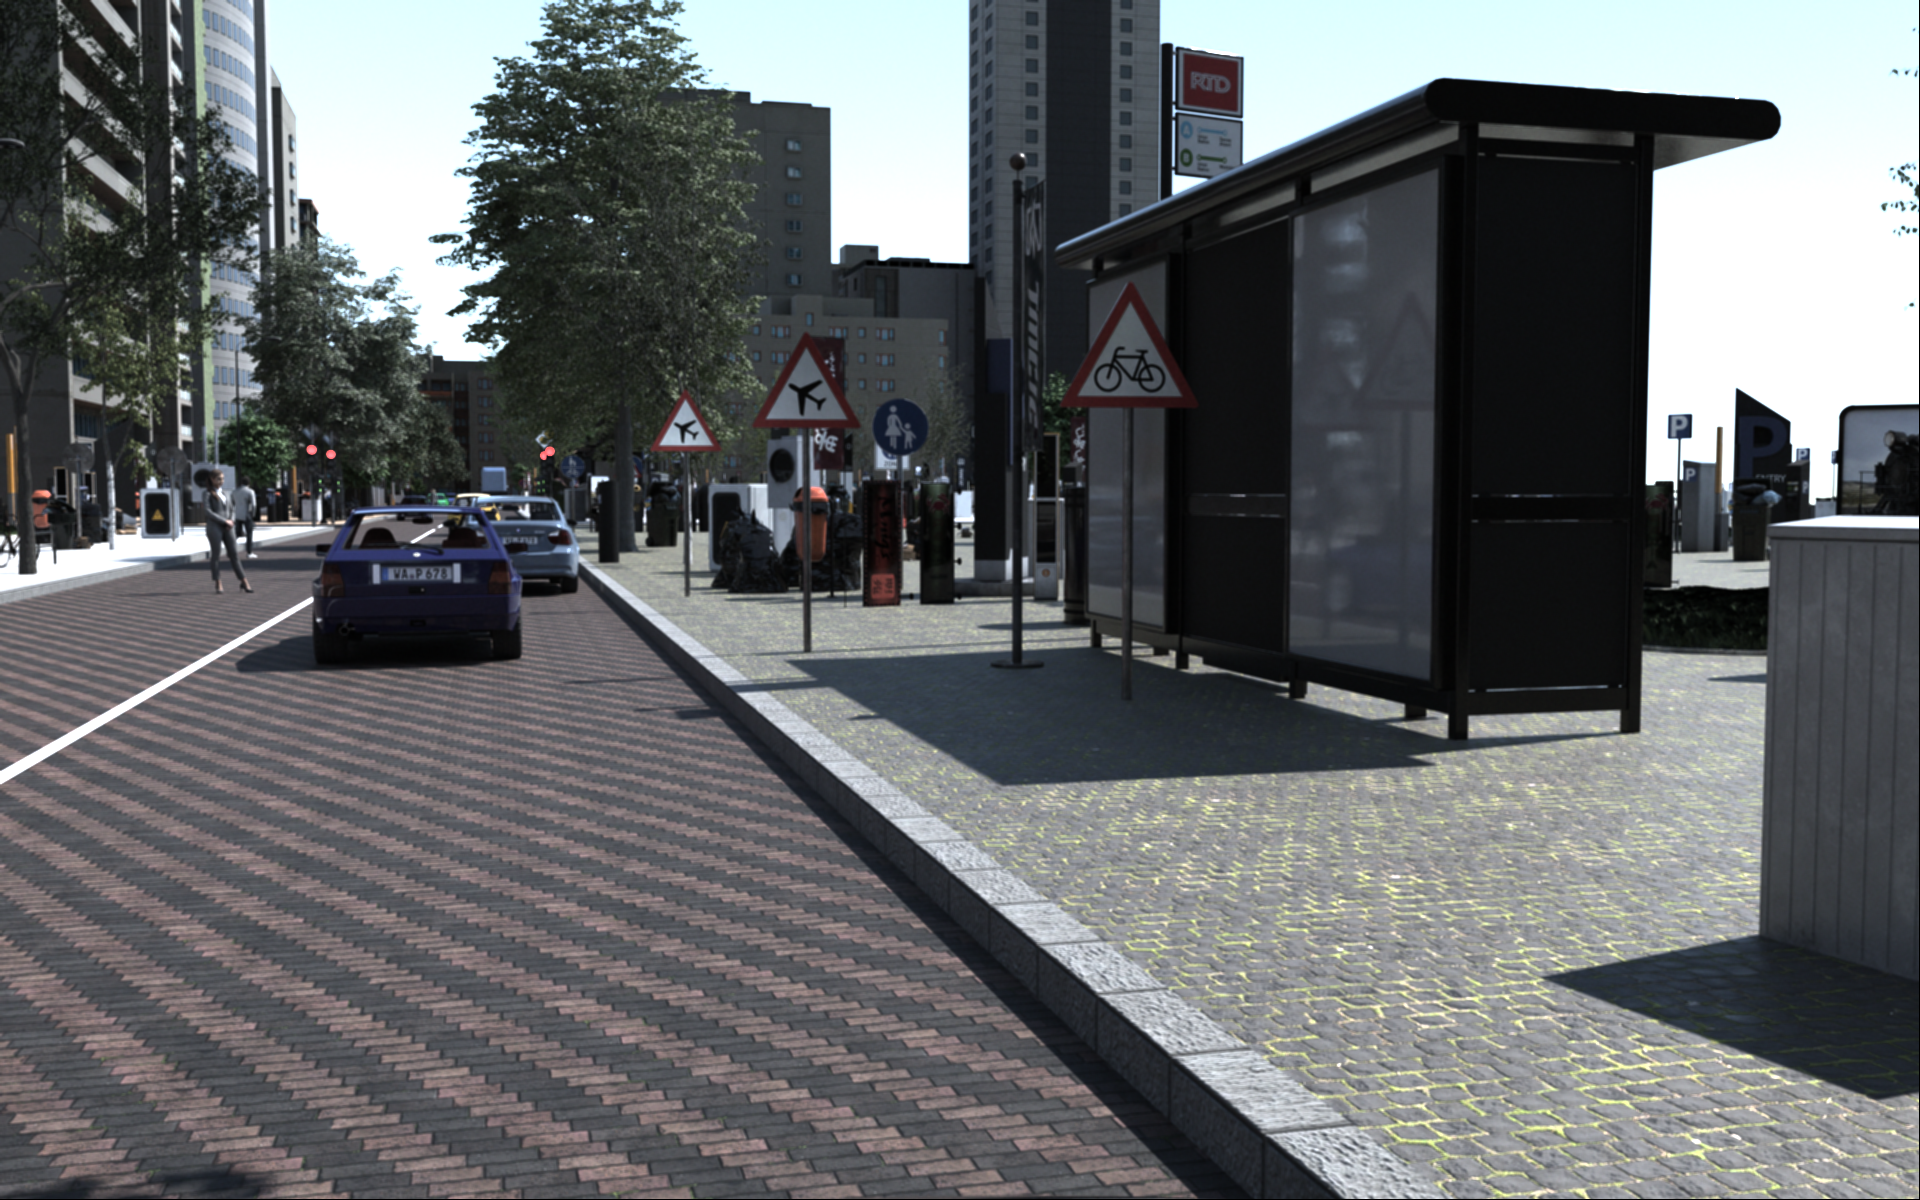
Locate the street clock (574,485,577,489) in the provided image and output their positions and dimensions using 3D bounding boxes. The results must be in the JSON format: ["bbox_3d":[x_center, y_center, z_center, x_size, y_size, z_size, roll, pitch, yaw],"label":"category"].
[{"bbox_3d":[-31.511,-8.398,141.870,0.358,2.002,0.471,-2,4,-35],"label":"street clock"}]

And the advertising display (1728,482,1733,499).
[{"bbox_3d":[42.348,-5.453,94.374,0.123,1.923,0.974,-3,5,-40],"label":"advertising display"}]

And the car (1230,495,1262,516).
[{"bbox_3d":[13.299,-4.119,79.707,4.827,1.381,2.083,-1,4,-16],"label":"car"}]

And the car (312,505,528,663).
[{"bbox_3d":[-5.016,-0.220,16.171,1.945,1.354,3.894,-1,4,-16],"label":"car"}]

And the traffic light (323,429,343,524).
[{"bbox_3d":[-26.994,-5.235,74.509,0.839,4.253,0.868,-1,4,-15],"label":"traffic light"}]

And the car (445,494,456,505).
[{"bbox_3d":[-59.051,-11.706,200.987,1.945,1.707,3.694,-1,4,-13],"label":"car"}]

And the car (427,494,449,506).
[{"bbox_3d":[-42.993,-8.162,142.250,1.959,1.807,4.718,-1,4,-13],"label":"car"}]

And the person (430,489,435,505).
[{"bbox_3d":[-39.203,-7.336,128.538,0.767,1.812,0.694,-2,4,-28],"label":"person"}]

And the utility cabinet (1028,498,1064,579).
[{"bbox_3d":[1.255,-0.932,26.405,1.020,1.237,0.306,3,5,43],"label":"utility cabinet"}]

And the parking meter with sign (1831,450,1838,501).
[{"bbox_3d":[35.533,-4.432,68.726,1.738,3.016,0.543,0,4,7],"label":"parking meter with sign"}]

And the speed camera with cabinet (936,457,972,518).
[{"bbox_3d":[-0.396,-6.049,93.235,2.038,3.252,0.660,-2,4,-29],"label":"speed camera with cabinet"}]

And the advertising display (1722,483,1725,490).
[{"bbox_3d":[45.869,-6.078,104.582,0.974,1.923,0.123,-3,4,-38],"label":"advertising display"}]

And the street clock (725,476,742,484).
[{"bbox_3d":[-8.850,-3.898,68.297,0.358,2.002,0.471,3,4,36],"label":"street clock"}]

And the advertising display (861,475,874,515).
[{"bbox_3d":[-3.103,-3.232,58.061,0.123,1.923,0.974,-1,4,-21],"label":"advertising display"}]

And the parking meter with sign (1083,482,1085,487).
[{"bbox_3d":[7.128,-5.735,90.031,1.738,3.016,0.543,2,4,23],"label":"parking meter with sign"}]

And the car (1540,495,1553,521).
[{"bbox_3d":[29.881,-4.554,86.465,4.499,1.417,2.014,-1,4,-17],"label":"car"}]

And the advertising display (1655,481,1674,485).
[{"bbox_3d":[33.686,-4.749,82.864,0.123,1.923,0.974,-2,4,-33],"label":"advertising display"}]

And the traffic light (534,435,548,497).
[{"bbox_3d":[-18.437,-5.375,76.805,0.839,4.253,0.868,-1,4,-15],"label":"traffic light"}]

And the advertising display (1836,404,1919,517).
[{"bbox_3d":[6.805,-0.439,12.390,0.974,1.923,0.123,2,4,30],"label":"advertising display"}]

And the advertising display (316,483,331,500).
[{"bbox_3d":[-37.099,-5.865,101.110,0.974,1.923,0.123,-3,5,-45],"label":"advertising display"}]

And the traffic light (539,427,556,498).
[{"bbox_3d":[-16.373,-4.903,69.090,0.839,4.253,0.868,-1,4,-15],"label":"traffic light"}]

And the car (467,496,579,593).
[{"bbox_3d":[-6.762,-0.866,26.158,2.014,1.417,4.499,-1,4,-17],"label":"car"}]

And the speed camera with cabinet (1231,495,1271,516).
[{"bbox_3d":[17.053,-6.532,101.129,2.038,3.252,0.660,0,4,-7],"label":"speed camera with cabinet"}]

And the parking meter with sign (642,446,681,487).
[{"bbox_3d":[-10.562,-3.961,61.023,0.543,3.016,1.738,1,4,16],"label":"parking meter with sign"}]

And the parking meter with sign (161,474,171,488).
[{"bbox_3d":[-37.500,-5.242,81.968,0.543,3.016,1.738,-1,4,-20],"label":"parking meter with sign"}]

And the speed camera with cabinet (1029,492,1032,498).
[{"bbox_3d":[4.737,-8.867,139.316,2.038,3.252,0.660,-1,4,-12],"label":"speed camera with cabinet"}]

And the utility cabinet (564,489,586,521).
[{"bbox_3d":[-17.948,-4.411,80.792,0.318,1.500,1.173,2,4,27],"label":"utility cabinet"}]

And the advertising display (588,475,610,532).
[{"bbox_3d":[-12.206,-3.267,58.633,0.123,1.923,0.974,2,4,31],"label":"advertising display"}]

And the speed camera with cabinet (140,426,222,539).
[{"bbox_3d":[-22.639,-3.418,50.216,2.038,3.252,0.660,-1,4,-18],"label":"speed camera with cabinet"}]

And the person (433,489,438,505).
[{"bbox_3d":[-39.680,-7.443,130.381,0.709,1.800,0.728,1,4,9],"label":"person"}]

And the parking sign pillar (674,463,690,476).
[{"bbox_3d":[-15.651,-6.661,97.373,1.447,3.967,1.447,-2,4,-35],"label":"parking sign pillar"}]

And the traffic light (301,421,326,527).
[{"bbox_3d":[-24.931,-4.763,66.794,0.839,4.253,0.868,-1,4,-15],"label":"traffic light"}]

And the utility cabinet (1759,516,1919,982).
[{"bbox_3d":[2.636,0.402,4.587,0.306,1.237,1.020,-2,4,-23],"label":"utility cabinet"}]

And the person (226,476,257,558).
[{"bbox_3d":[-16.084,-1.862,38.794,0.661,1.843,0.795,1,4,11],"label":"person"}]

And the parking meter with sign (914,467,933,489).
[{"bbox_3d":[-2.080,-6.928,109.527,1.738,3.016,0.543,3,5,44],"label":"parking meter with sign"}]

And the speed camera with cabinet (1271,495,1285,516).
[{"bbox_3d":[19.220,-6.477,100.236,0.660,3.252,2.038,-3,5,-44],"label":"speed camera with cabinet"}]

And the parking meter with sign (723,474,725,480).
[{"bbox_3d":[-20.901,-9.243,147.377,1.738,3.016,0.543,0,4,-2],"label":"parking meter with sign"}]

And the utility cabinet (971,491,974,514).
[{"bbox_3d":[0.363,-6.298,111.650,1.173,1.500,0.318,0,4,0],"label":"utility cabinet"}]

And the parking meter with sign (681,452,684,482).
[{"bbox_3d":[-10.901,-4.326,66.988,0.543,3.016,1.738,-1,4,-13],"label":"parking meter with sign"}]

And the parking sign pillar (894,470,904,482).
[{"bbox_3d":[-3.501,-6.671,97.539,1.447,3.967,1.447,1,4,13],"label":"parking sign pillar"}]

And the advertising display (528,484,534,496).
[{"bbox_3d":[-28.285,-6.668,114.230,0.123,1.923,0.974,-2,4,-28],"label":"advertising display"}]

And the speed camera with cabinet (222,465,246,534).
[{"bbox_3d":[-22.678,-3.641,53.863,0.660,3.252,2.038,-3,5,-41],"label":"speed camera with cabinet"}]

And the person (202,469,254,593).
[{"bbox_3d":[-10.594,-0.994,25.034,0.573,1.790,0.520,1,4,9],"label":"person"}]

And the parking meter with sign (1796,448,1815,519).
[{"bbox_3d":[33.395,-4.456,69.121,1.738,3.016,0.543,2,4,28],"label":"parking meter with sign"}]

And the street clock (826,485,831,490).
[{"bbox_3d":[-10.892,-8.530,144.031,0.471,2.002,0.358,2,4,25],"label":"street clock"}]

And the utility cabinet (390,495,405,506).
[{"bbox_3d":[-41.686,-7.173,128.432,1.020,1.237,0.306,-1,4,-19],"label":"utility cabinet"}]

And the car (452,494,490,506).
[{"bbox_3d":[-16.973,-3.069,60.406,2.015,1.641,3.980,-1,4,-17],"label":"car"}]

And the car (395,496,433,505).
[{"bbox_3d":[-29.525,-4.966,93.780,1.945,1.354,3.894,-1,4,-14],"label":"car"}]

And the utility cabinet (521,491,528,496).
[{"bbox_3d":[-36.128,-8.283,144.111,0.318,1.500,1.173,0,4,8],"label":"utility cabinet"}]

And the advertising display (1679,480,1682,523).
[{"bbox_3d":[32.312,-4.425,77.556,0.123,1.923,0.974,2,4,27],"label":"advertising display"}]

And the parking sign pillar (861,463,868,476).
[{"bbox_3d":[-8.174,-9.907,150.448,1.447,3.967,1.447,1,4,14],"label":"parking sign pillar"}]

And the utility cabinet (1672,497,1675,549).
[{"bbox_3d":[16.678,-1.839,41.237,0.306,1.237,1.020,0,4,3],"label":"utility cabinet"}]

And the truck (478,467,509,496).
[{"bbox_3d":[-45.189,-10.925,168.384,2.967,4.110,18.799,-1,4,-16],"label":"truck"}]

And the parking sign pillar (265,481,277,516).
[{"bbox_3d":[-41.086,-6.961,102.286,1.447,3.967,1.447,-3,4,-38],"label":"parking sign pillar"}]

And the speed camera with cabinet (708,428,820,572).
[{"bbox_3d":[-3.199,-2.065,28.095,2.038,3.252,0.660,3,4,38],"label":"speed camera with cabinet"}]

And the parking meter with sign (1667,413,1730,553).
[{"bbox_3d":[16.302,-2.562,38.144,1.738,3.016,0.543,-2,4,-35],"label":"parking meter with sign"}]

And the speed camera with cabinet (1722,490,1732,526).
[{"bbox_3d":[30.058,-4.480,67.583,2.038,3.252,0.660,3,5,44],"label":"speed camera with cabinet"}]
